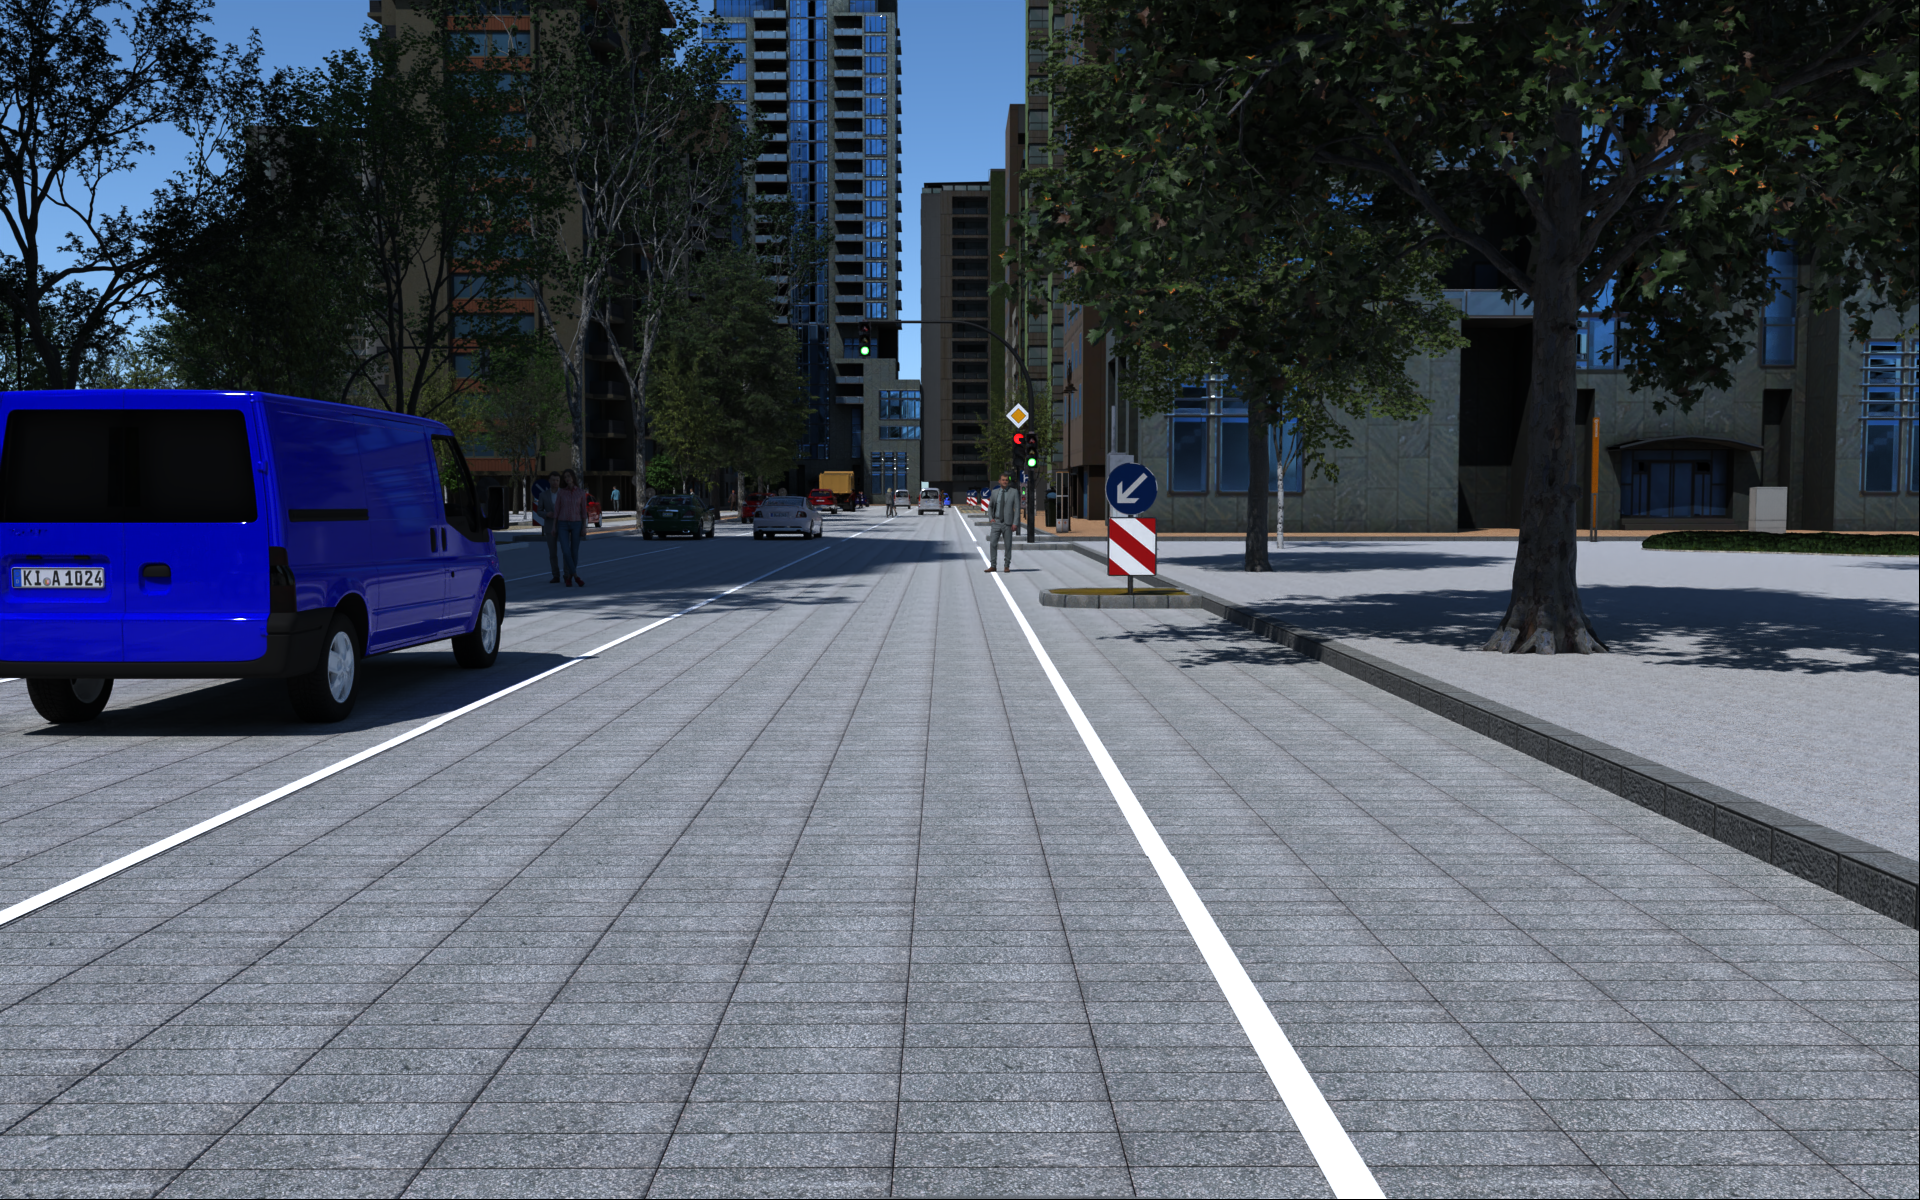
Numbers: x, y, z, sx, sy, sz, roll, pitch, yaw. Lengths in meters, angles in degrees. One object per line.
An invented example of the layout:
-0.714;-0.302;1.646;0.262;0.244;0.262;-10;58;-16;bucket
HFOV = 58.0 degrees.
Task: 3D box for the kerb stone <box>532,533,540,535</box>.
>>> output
-13.744;-2.039;55.556;0.120;0.150;1.000;0;4;0;kerb stone

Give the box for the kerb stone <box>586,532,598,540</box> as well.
-11.637;-1.976;54.548;0.120;0.150;1.000;0;4;0;kerb stone

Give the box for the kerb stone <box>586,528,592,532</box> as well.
-13.810;-2.542;63.754;0.120;0.150;1.000;0;4;0;kerb stone

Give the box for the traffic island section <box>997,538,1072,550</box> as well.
1.879;-1.427;45.615;2.009;0.180;2.903;0;4;0;traffic island section

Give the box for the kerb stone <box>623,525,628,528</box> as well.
-13.857;-2.980;70.930;0.120;0.150;1.000;0;4;0;kerb stone

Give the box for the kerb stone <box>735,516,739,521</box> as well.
-11.904;-4.234;91.451;0.120;0.150;1.000;0;4;0;kerb stone

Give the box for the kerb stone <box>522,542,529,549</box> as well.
-11.578;-1.438;45.749;0.120;0.150;1.000;0;4;0;kerb stone

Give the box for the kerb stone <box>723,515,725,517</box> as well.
-14.080;-4.861;101.700;0.120;0.150;1.000;0;4;0;kerb stone

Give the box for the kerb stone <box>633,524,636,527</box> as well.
-13.871;-3.106;72.976;0.120;0.150;1.000;0;4;0;kerb stone

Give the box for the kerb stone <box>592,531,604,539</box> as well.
-11.653;-2.041;55.570;0.120;0.150;1.000;0;4;0;kerb stone

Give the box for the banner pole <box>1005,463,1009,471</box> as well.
3.381;-8.229;124.562;0.401;3.779;0.863;2;4;24;banner pole

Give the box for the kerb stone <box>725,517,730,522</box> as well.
-11.874;-3.985;87.343;0.120;0.150;1.000;0;4;0;kerb stone

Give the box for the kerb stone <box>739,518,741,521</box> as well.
-11.904;-4.293;92.479;0.120;0.150;1.000;0;4;0;kerb stone

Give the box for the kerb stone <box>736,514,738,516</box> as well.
-14.123;-5.238;107.837;0.120;0.150;1.000;0;4;0;kerb stone

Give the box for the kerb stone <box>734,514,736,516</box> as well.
-14.114;-5.170;106.815;0.120;0.150;1.000;0;4;0;kerb stone

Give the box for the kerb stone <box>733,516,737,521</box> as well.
-11.897;-4.169;90.429;0.120;0.150;1.000;0;4;0;kerb stone

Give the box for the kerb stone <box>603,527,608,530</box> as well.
-13.830;-2.730;66.823;0.120;0.150;1.000;0;4;0;kerb stone

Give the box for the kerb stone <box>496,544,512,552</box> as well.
-11.561;-1.315;43.700;0.120;0.150;1.000;0;4;0;kerb stone

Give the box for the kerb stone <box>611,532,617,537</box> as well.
-11.663;-2.167;57.618;0.120;0.150;1.000;0;4;0;kerb stone

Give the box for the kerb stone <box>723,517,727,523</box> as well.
-11.865;-3.922;86.320;0.120;0.150;1.000;0;4;0;kerb stone

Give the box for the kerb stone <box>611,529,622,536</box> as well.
-11.670;-2.226;58.646;0.120;0.150;1.000;0;4;0;kerb stone

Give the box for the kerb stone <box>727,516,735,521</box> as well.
-11.892;-4.109;89.406;0.120;0.150;1.000;0;4;0;kerb stone

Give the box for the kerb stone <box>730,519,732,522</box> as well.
-11.881;-4.048;88.377;0.120;0.150;1.000;0;4;0;kerb stone

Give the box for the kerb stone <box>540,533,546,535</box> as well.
-13.756;-2.103;56.579;0.120;0.150;1.000;0;4;0;kerb stone

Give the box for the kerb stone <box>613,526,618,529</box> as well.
-13.843;-2.855;68.871;0.120;0.150;1.000;0;4;0;kerb stone

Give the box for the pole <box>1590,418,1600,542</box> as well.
16.959;-3.207;46.279;0.158;3.312;0.155;0;3;0;pole

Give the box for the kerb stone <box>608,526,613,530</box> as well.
-13.838;-2.786;67.849;0.120;0.150;1.000;0;4;0;kerb stone

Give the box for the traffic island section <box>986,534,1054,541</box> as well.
1.822;-1.916;53.600;2.009;0.180;2.903;0;4;0;traffic island section

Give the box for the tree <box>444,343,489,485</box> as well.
-24.560;-8.011;81.335;4.737;8.622;4.395;0;3;0;tree

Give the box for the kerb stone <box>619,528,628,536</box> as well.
-11.677;-2.292;59.668;0.120;0.150;1.000;0;4;0;kerb stone

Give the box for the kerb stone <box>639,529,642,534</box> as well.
-11.697;-2.479;62.734;0.120;0.150;1.000;0;4;0;kerb stone

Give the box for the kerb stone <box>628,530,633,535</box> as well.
-11.688;-2.354;60.690;0.120;0.150;1.000;0;4;0;kerb stone

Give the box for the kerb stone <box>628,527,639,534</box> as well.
-11.688;-2.417;61.712;0.120;0.150;1.000;0;4;0;kerb stone

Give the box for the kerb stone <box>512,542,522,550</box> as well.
-11.573;-1.377;44.727;0.120;0.150;1.000;0;4;0;kerb stone

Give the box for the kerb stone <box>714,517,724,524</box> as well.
-11.859;-3.859;85.298;0.120;0.150;1.000;0;4;0;kerb stone

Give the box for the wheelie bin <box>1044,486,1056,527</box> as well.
3.660;-3.664;67.809;0.693;1.594;0.980;-1;4;-15;wheelie bin

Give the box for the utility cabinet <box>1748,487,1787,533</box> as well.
24.794;-2.721;53.175;1.173;1.500;0.318;-1;4;-18;utility cabinet

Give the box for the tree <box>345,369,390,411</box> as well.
-35.338;-9.240;101.436;4.360;8.622;3.978;0;3;0;tree

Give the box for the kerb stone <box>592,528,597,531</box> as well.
-13.818;-2.601;64.777;0.120;0.150;1.000;0;4;0;kerb stone

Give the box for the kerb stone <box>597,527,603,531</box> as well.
-13.826;-2.667;65.799;0.120;0.150;1.000;0;4;0;kerb stone

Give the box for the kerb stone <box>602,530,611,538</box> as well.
-11.659;-2.104;56.593;0.120;0.150;1.000;0;4;0;kerb stone

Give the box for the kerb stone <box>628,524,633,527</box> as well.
-13.862;-3.041;71.952;0.120;0.150;1.000;0;4;0;kerb stone

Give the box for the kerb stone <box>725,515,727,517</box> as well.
-14.082;-4.925;102.722;0.120;0.150;1.000;0;4;0;kerb stone

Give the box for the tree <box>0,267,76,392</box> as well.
-29.679;-6.450;55.823;4.737;8.622;4.395;0;3;0;tree

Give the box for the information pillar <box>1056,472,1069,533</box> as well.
3.389;-3.228;57.276;0.304;2.012;0.304;-3;4;-38;information pillar

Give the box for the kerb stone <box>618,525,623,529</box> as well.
-13.856;-2.917;69.893;0.120;0.150;1.000;0;4;0;kerb stone
